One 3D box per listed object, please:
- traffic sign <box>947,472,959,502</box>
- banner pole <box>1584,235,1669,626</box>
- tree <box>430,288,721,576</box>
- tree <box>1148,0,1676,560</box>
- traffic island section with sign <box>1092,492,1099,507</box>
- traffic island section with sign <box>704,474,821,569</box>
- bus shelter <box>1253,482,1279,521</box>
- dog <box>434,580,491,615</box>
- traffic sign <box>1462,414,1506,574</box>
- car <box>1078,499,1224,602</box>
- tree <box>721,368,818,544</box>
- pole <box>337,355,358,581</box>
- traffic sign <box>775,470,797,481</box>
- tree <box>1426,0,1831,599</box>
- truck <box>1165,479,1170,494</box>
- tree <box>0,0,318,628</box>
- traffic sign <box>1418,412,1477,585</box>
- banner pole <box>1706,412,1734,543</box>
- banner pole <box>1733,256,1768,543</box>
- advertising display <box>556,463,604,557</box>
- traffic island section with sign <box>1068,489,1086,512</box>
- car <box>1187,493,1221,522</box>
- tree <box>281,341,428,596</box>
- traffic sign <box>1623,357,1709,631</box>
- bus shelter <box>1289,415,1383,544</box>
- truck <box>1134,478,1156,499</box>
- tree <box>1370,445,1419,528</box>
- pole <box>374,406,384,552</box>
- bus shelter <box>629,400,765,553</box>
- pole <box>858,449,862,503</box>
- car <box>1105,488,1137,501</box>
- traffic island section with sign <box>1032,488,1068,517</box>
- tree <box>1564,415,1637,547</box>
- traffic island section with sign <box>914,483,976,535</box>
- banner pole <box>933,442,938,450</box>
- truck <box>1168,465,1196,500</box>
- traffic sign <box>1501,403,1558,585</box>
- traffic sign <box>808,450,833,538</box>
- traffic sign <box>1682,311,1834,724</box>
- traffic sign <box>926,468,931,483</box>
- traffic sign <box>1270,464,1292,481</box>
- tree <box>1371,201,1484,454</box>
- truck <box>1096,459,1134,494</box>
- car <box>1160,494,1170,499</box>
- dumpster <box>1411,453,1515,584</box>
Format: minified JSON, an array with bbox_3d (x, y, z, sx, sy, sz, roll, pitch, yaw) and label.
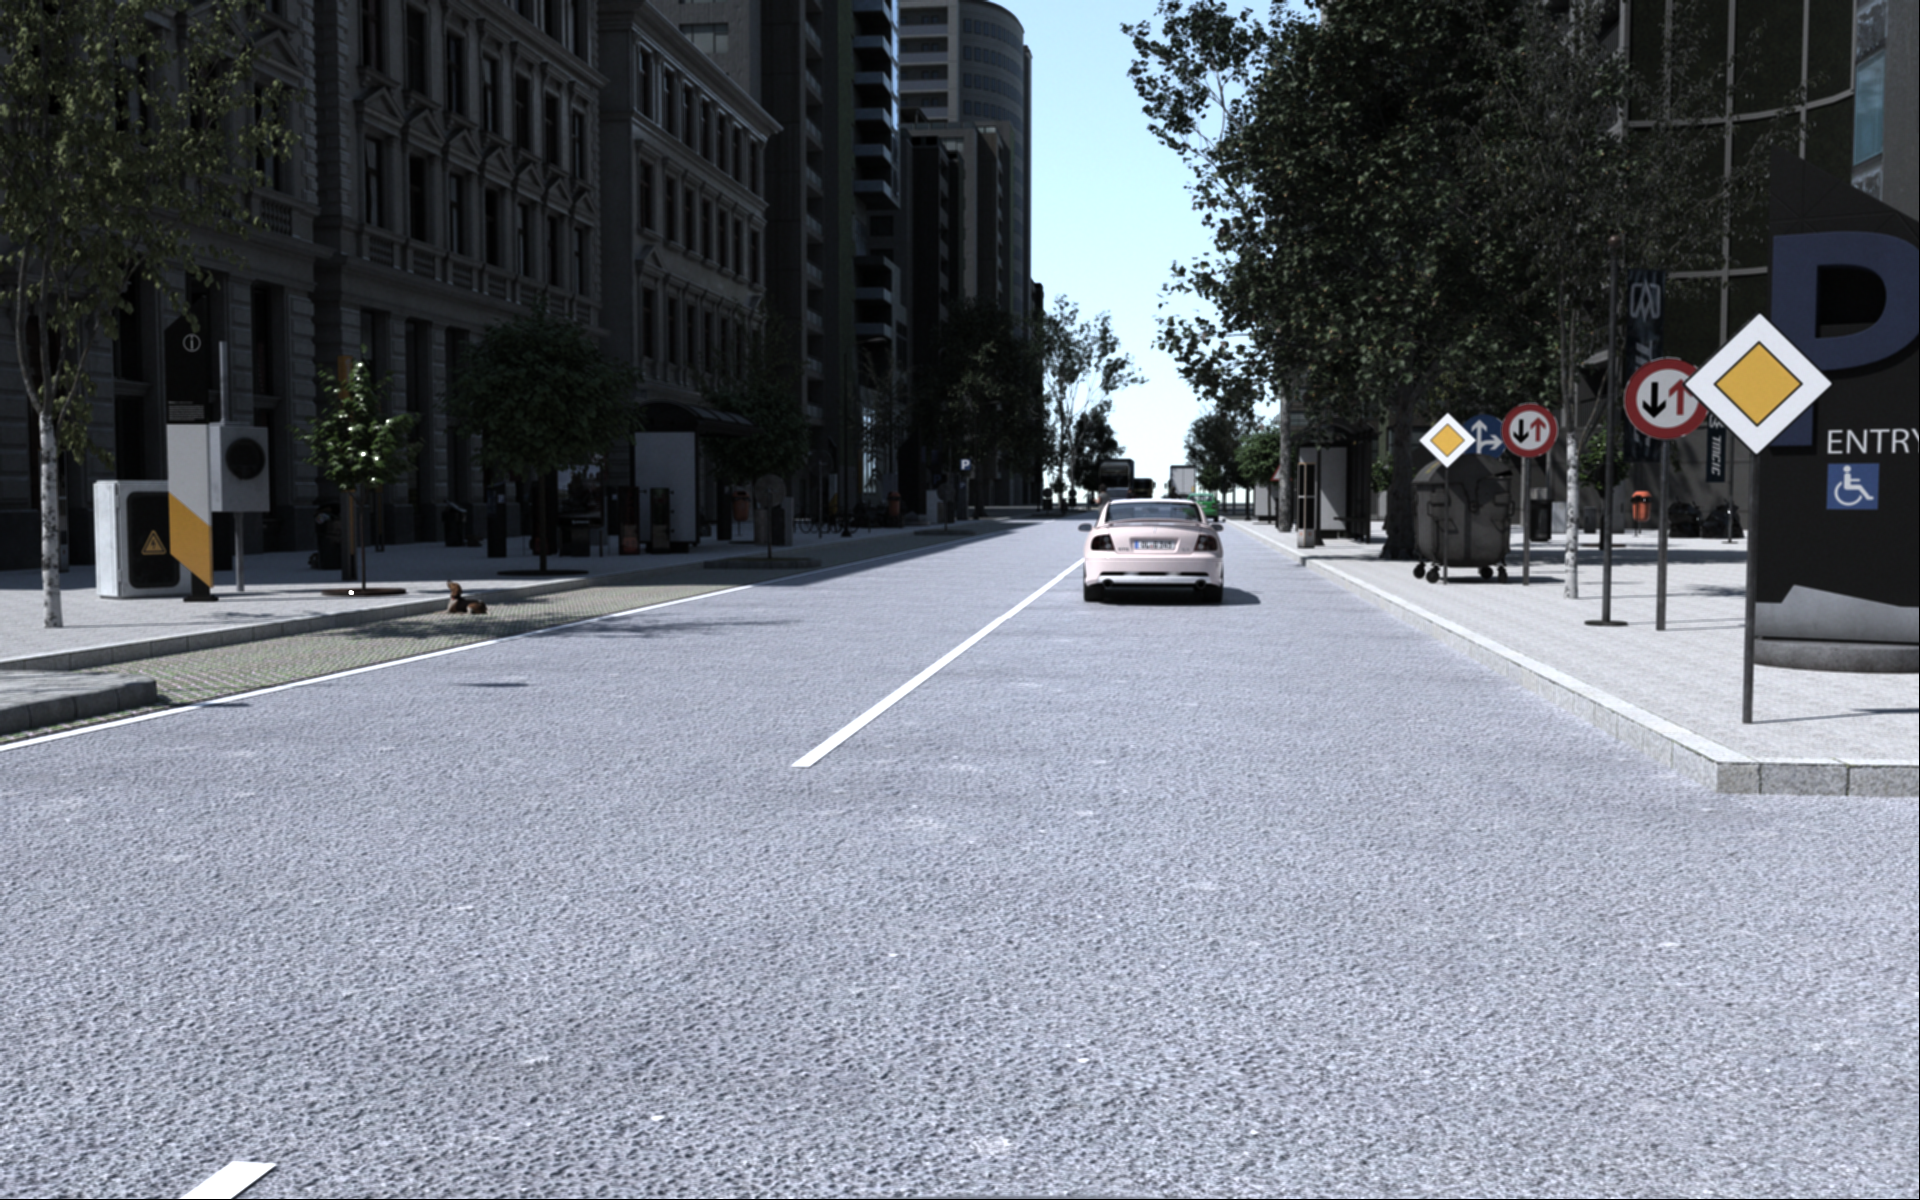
[{"bbox_3d":[-0.325,-4.795,80.532,0.606,2.300,0.079,1,4,12],"label":"traffic sign"},{"bbox_3d":[6.555,-1.648,16.956,0.863,3.779,0.401,-1,4,-20],"label":"banner pole"},{"bbox_3d":[-6.798,-2.695,27.784,4.285,4.588,4.351,0,3,0],"label":"tree"},{"bbox_3d":[8.726,-7.145,33.830,9.611,12.733,9.660,0,3,0],"label":"tree"},{"bbox_3d":[15.692,-11.196,191.677,1.989,1.847,2.006,0,4,7],"label":"traffic island section with sign"},{"bbox_3d":[-3.780,-1.539,33.788,1.989,1.847,2.006,0,4,7],"label":"traffic island section with sign"},{"bbox_3d":[14.361,-5.225,79.345,2.014,3.302,5.546,0,4,7],"label":"bus shelter"},{"bbox_3d":[-5.899,-0.022,20.561,0.550,0.427,0.748,-2,4,-33],"label":"dog"},{"bbox_3d":[8.355,-1.688,27.709,0.768,2.556,0.104,1,4,17],"label":"traffic sign"},{"bbox_3d":[2.692,-0.735,24.384,2.083,1.381,4.827,0,4,5],"label":"car"},{"bbox_3d":[-5.372,-3.771,45.371,4.285,4.588,4.351,0,3,0],"label":"tree"},{"bbox_3d":[-9.056,-1.942,25.601,0.158,3.312,0.155,0,3,0],"label":"pole"},{"bbox_3d":[-5.005,-2.980,48.732,0.884,2.594,0.081,1,4,15],"label":"traffic sign"},{"bbox_3d":[7.644,-4.308,20.794,4.360,8.622,3.978,0,3,0],"label":"tree"},{"bbox_3d":[28.698,-14.165,227.521,3.469,3.379,9.791,0,4,6],"label":"truck"},{"bbox_3d":[-8.521,-4.046,16.521,4.737,8.622,4.395,0,3,0],"label":"tree"},{"bbox_3d":[6.871,-1.424,24.466,0.795,2.450,0.064,1,4,14],"label":"traffic sign"},{"bbox_3d":[19.872,-3.372,45.146,0.863,3.779,0.401,1,4,11],"label":"banner pole"},{"bbox_3d":[7.697,-1.614,16.398,0.401,3.779,0.863,3,4,37],"label":"banner pole"},{"bbox_3d":[-7.758,-1.844,35.371,0.974,1.923,0.123,0,4,5],"label":"advertising display"},{"bbox_3d":[8.967,-7.859,137.119,1.989,1.847,2.006,0,4,7],"label":"traffic island section with sign"},{"bbox_3d":[12.450,-4.925,89.313,1.959,1.807,4.718,1,4,9],"label":"car"},{"bbox_3d":[-7.556,-1.676,22.009,1.663,3.219,1.824,0,3,0],"label":"tree"},{"bbox_3d":[6.593,-0.985,16.217,0.768,2.556,0.104,1,4,13],"label":"traffic sign"},{"bbox_3d":[10.102,-3.246,47.003,2.014,3.302,5.546,0,4,7],"label":"bus shelter"},{"bbox_3d":[22.422,-13.308,213.501,3.469,3.379,9.791,0,4,7],"label":"truck"},{"bbox_3d":[16.595,-4.379,66.195,1.663,3.219,1.824,0,3,0],"label":"tree"},{"bbox_3d":[-12.881,-2.722,38.348,0.158,3.312,0.155,0,3,0],"label":"pole"},{"bbox_3d":[-6.106,-2.814,39.938,2.014,3.302,5.546,0,4,7],"label":"bus shelter"},{"bbox_3d":[-4.511,-5.150,78.048,0.158,3.312,0.155,0,3,0],"label":"pole"},{"bbox_3d":[9.590,-5.903,105.186,2.281,1.827,5.304,0,4,6],"label":"car"},{"bbox_3d":[5.621,-6.200,109.999,1.989,1.847,2.006,0,4,7],"label":"traffic island section with sign"},{"bbox_3d":[15.564,-2.911,42.201,1.663,3.219,1.824,0,3,0],"label":"tree"},{"bbox_3d":[-0.483,-3.175,60.542,1.989,1.847,2.006,0,4,7],"label":"traffic island section with sign"},{"bbox_3d":[-1.141,-5.710,83.382,0.401,3.779,0.863,-2,4,-26],"label":"banner pole"},{"bbox_3d":[22.348,-11.326,174.097,2.839,4.237,11.283,0,4,7],"label":"truck"},{"bbox_3d":[7.952,-1.477,24.261,0.768,2.556,0.104,1,4,9],"label":"traffic sign"},{"bbox_3d":[-4.070,-3.075,50.390,0.768,2.556,0.104,1,4,10],"label":"traffic sign"},{"bbox_3d":[4.400,-0.366,9.623,0.795,2.450,0.064,0,4,7],"label":"traffic sign"},{"bbox_3d":[-1.747,-5.018,82.150,0.768,2.556,0.104,1,4,9],"label":"traffic sign"},{"bbox_3d":[12.840,-4.236,69.264,0.884,2.594,0.081,1,4,12],"label":"traffic sign"},{"bbox_3d":[11.800,-5.592,41.797,4.737,8.622,4.395,0,3,0],"label":"tree"},{"bbox_3d":[12.611,-9.205,139.407,2.839,4.237,11.283,0,4,8],"label":"truck"},{"bbox_3d":[25.669,-12.307,213.021,2.131,1.459,4.920,1,4,8],"label":"car"},{"bbox_3d":[7.392,-1.206,25.482,1.264,1.857,1.865,0,4,7],"label":"dumpster"}]
